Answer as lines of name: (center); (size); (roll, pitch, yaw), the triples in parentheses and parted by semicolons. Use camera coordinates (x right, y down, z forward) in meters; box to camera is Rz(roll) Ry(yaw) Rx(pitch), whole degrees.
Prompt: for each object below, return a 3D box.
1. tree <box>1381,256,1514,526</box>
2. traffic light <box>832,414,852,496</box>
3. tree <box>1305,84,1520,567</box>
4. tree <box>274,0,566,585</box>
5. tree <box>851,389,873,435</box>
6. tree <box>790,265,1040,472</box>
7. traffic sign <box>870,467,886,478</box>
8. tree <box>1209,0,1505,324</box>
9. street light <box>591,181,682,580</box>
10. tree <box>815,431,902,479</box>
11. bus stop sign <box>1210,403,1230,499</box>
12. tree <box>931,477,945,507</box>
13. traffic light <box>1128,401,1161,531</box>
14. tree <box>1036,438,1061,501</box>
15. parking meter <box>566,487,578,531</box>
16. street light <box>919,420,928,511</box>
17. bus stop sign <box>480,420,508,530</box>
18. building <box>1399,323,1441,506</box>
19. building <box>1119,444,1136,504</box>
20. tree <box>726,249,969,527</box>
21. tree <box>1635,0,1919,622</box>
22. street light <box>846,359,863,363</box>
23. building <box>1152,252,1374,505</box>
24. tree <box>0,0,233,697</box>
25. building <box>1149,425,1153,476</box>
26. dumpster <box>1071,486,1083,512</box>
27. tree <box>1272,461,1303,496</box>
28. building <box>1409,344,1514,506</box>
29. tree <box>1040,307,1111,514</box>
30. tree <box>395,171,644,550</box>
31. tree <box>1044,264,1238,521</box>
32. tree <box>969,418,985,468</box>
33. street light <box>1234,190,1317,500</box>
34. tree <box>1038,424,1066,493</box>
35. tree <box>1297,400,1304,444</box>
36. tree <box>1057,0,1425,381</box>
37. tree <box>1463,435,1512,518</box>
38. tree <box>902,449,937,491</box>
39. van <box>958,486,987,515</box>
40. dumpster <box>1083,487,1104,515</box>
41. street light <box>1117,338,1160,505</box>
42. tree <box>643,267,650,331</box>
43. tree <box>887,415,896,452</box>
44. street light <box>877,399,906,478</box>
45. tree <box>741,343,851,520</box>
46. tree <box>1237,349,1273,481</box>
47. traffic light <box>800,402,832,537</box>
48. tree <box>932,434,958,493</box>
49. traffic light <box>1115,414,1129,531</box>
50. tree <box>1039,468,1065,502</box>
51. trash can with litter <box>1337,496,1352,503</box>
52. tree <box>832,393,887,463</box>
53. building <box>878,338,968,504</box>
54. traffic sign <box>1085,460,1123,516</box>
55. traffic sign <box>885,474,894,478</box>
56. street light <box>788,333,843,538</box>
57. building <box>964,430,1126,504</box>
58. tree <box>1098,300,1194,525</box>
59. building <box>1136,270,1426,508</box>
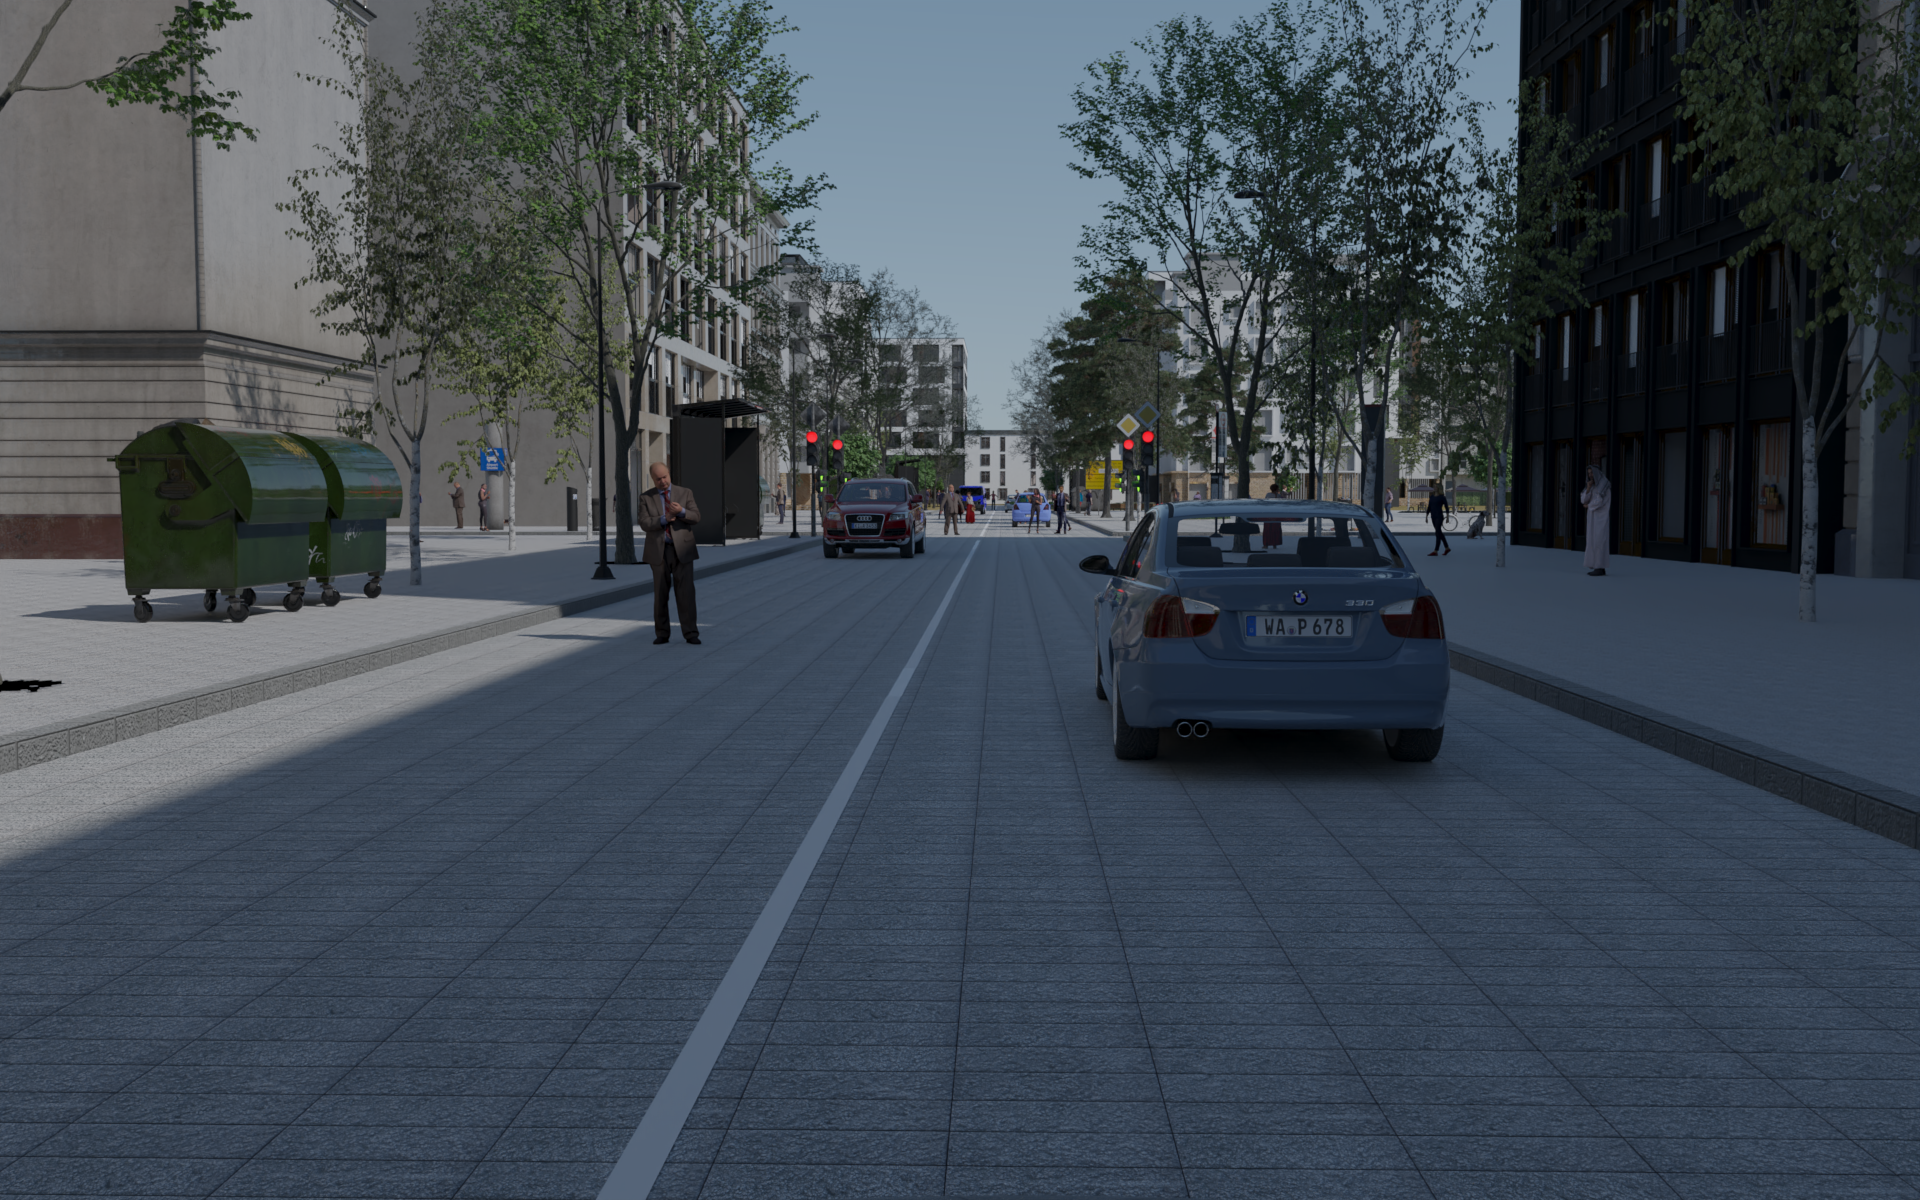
tree: (20.834, -8.211, 68.666); (7.601, 10.594, 8.767); (-3, 4, -37)
traffic light: (-4.187, -4.326, 59.977); (0.839, 4.213, 0.868); (0, 4, 1)
tree: (9.319, -4.894, 30.384); (4.737, 8.622, 4.395); (0, 3, 0)
tree: (-7.722, -4.535, 24.503); (4.360, 8.622, 3.978); (0, 3, 0)
tree: (-7.529, -9.628, 107.784); (4.360, 8.622, 3.978); (0, 3, 0)
tree: (-4.246, -11.230, 93.978); (12.009, 13.543, 11.850); (0, 3, 0)
traffic sign: (-3.831, -4.917, 80.491); (0.768, 2.556, 0.104); (0, 4, 4)
tree: (5.533, -4.478, 23.570); (4.360, 8.622, 3.978); (0, 3, 0)
street light: (-4.829, -3.262, 25.880); (1.470, 5.913, 1.316); (0, 4, 1)
tree: (-5.101, -5.773, 78.108); (4.285, 4.588, 4.351); (0, 3, 0)
bus stop sign: (7.689, -3.823, 51.215); (0.416, 3.939, 0.855); (2, 4, 34)
tree: (-1.997, -11.181, 177.402); (1.663, 3.219, 1.824); (0, 3, 0)
traffic light: (5.570, -3.824, 51.760); (0.839, 4.213, 0.868); (0, 4, 1)
tree: (10.379, -15.441, 202.829); (4.737, 8.622, 4.395); (0, 3, 0)
parking meter: (-13.352, -3.133, 59.638); (0.372, 1.533, 0.369); (0, 3, 0)
street light: (-2.874, -8.334, 108.798); (1.470, 5.913, 1.316); (0, 4, 1)
bus stop sign: (-16.600, -4.446, 61.711); (0.837, 3.901, 0.837); (0, 4, -8)
building: (46.429, -20.642, 193.916); (11.380, 20.091, 16.016); (0, 4, 1)
building: (26.241, -20.818, 196.797); (16.016, 20.091, 11.380); (0, 4, 1)
tree: (-5.398, -8.053, 66.081); (8.767, 10.594, 7.601); (2, 4, 28)
tree: (8.606, -4.074, 16.970); (4.737, 8.622, 4.395); (0, 3, 0)
street light: (-4.044, -5.341, 59.863); (1.470, 5.913, 1.316); (0, 4, 1)
building: (24.484, -17.416, 141.169); (16.016, 20.091, 11.380); (0, 4, 1)
tree: (-6.668, -5.208, 10.908); (9.928, 11.665, 9.643); (0, 3, 0)
building: (24.832, -18.132, 152.875); (16.016, 20.091, 11.380); (0, 4, 1)
dumpster: (8.693, -7.337, 125.720); (1.264, 1.857, 1.865); (0, 4, 1)
tree: (18.763, -6.408, 99.379); (1.663, 3.219, 1.824); (0, 3, 0)
building: (67.866, -20.025, 193.860); (31.486, 18.905, 16.747); (0, 4, 1)
tree: (7.680, -12.406, 113.201); (12.009, 13.543, 11.850); (0, 3, 0)
tree: (-10.414, -5.451, 39.479); (4.737, 8.622, 4.395); (0, 3, 0)
tree: (8.121, -9.781, 81.980); (6.751, 12.117, 7.091); (0, 3, 0)
tree: (-2.207, -13.462, 154.512); (8.767, 10.594, 7.601); (-2, 4, -27)
street light: (4.886, -3.309, 26.639); (1.470, 5.913, 1.316); (0, 4, 1)
tree: (8.562, -12.329, 151.942); (4.360, 8.622, 3.978); (0, 3, 0)
tree: (23.513, -9.839, 111.231); (4.737, 8.622, 4.395); (0, 3, 0)
tree: (6.060, -6.829, 37.412); (9.928, 11.665, 9.643); (0, 3, 0)
tree: (28.482, -6.614, 91.856); (4.285, 4.588, 4.351); (0, 3, 0)
tree: (-4.122, -8.690, 125.791); (4.285, 4.588, 4.351); (0, 3, 0)
van: (0.822, -7.202, 122.136); (2.240, 2.365, 5.245); (0, 4, 3)
dumpster: (8.342, -6.103, 105.550); (1.264, 1.857, 1.865); (0, 4, 1)
street light: (5.374, -4.845, 51.750); (1.470, 5.913, 1.316); (0, 4, 1)
tree: (-10.535, -5.969, 47.949); (4.737, 8.622, 4.395); (0, 3, 0)
tree: (-6.700, -11.058, 131.153); (4.737, 8.622, 4.395); (0, 3, 0)
street light: (-3.477, -6.849, 84.517); (1.470, 5.913, 1.316); (0, 4, 1)
tree: (-8.289, -8.160, 83.773); (4.360, 8.622, 3.978); (0, 3, 0)
tree: (18.744, -12.371, 124.317); (6.751, 12.117, 7.091); (0, 3, 0)
traffic light: (-4.389, -3.838, 51.994); (0.839, 4.213, 0.868); (0, 4, 1)
tree: (-1.640, -15.367, 201.615); (4.360, 8.622, 3.978); (0, 3, 0)
traffic light: (5.771, -4.312, 59.742); (0.839, 4.213, 0.868); (0, 4, 1)
tree: (10.512, -13.044, 196.980); (4.285, 4.588, 4.351); (0, 3, 0)
trash can with litter: (13.134, -3.033, 60.642); (2.233, 1.210, 1.678); (2, 4, 33)
tree: (-7.954, -10.284, 118.511); (4.737, 8.622, 4.395); (0, 3, 0)
building: (-15.439, -24.261, 240.638); (32.646, 21.610, 27.936); (0, 4, 1)
traffic sign: (8.571, -6.669, 102.912); (2.265, 3.308, 0.079); (0, 4, 3)
traffic sign: (-4.551, -6.736, 110.236); (0.768, 2.556, 0.104); (1, 4, 9)
street light: (-4.267, -4.747, 50.162); (1.470, 5.913, 1.316); (0, 4, 1)
building: (14.668, -17.647, 230.681); (28.070, 9.664, 9.099); (0, 4, 1)
tree: (7.124, -7.113, 66.666); (4.360, 8.622, 3.978); (0, 3, 0)
building: (31.552, -20.224, 174.638); (27.936, 21.610, 32.646); (0, 4, 1)
